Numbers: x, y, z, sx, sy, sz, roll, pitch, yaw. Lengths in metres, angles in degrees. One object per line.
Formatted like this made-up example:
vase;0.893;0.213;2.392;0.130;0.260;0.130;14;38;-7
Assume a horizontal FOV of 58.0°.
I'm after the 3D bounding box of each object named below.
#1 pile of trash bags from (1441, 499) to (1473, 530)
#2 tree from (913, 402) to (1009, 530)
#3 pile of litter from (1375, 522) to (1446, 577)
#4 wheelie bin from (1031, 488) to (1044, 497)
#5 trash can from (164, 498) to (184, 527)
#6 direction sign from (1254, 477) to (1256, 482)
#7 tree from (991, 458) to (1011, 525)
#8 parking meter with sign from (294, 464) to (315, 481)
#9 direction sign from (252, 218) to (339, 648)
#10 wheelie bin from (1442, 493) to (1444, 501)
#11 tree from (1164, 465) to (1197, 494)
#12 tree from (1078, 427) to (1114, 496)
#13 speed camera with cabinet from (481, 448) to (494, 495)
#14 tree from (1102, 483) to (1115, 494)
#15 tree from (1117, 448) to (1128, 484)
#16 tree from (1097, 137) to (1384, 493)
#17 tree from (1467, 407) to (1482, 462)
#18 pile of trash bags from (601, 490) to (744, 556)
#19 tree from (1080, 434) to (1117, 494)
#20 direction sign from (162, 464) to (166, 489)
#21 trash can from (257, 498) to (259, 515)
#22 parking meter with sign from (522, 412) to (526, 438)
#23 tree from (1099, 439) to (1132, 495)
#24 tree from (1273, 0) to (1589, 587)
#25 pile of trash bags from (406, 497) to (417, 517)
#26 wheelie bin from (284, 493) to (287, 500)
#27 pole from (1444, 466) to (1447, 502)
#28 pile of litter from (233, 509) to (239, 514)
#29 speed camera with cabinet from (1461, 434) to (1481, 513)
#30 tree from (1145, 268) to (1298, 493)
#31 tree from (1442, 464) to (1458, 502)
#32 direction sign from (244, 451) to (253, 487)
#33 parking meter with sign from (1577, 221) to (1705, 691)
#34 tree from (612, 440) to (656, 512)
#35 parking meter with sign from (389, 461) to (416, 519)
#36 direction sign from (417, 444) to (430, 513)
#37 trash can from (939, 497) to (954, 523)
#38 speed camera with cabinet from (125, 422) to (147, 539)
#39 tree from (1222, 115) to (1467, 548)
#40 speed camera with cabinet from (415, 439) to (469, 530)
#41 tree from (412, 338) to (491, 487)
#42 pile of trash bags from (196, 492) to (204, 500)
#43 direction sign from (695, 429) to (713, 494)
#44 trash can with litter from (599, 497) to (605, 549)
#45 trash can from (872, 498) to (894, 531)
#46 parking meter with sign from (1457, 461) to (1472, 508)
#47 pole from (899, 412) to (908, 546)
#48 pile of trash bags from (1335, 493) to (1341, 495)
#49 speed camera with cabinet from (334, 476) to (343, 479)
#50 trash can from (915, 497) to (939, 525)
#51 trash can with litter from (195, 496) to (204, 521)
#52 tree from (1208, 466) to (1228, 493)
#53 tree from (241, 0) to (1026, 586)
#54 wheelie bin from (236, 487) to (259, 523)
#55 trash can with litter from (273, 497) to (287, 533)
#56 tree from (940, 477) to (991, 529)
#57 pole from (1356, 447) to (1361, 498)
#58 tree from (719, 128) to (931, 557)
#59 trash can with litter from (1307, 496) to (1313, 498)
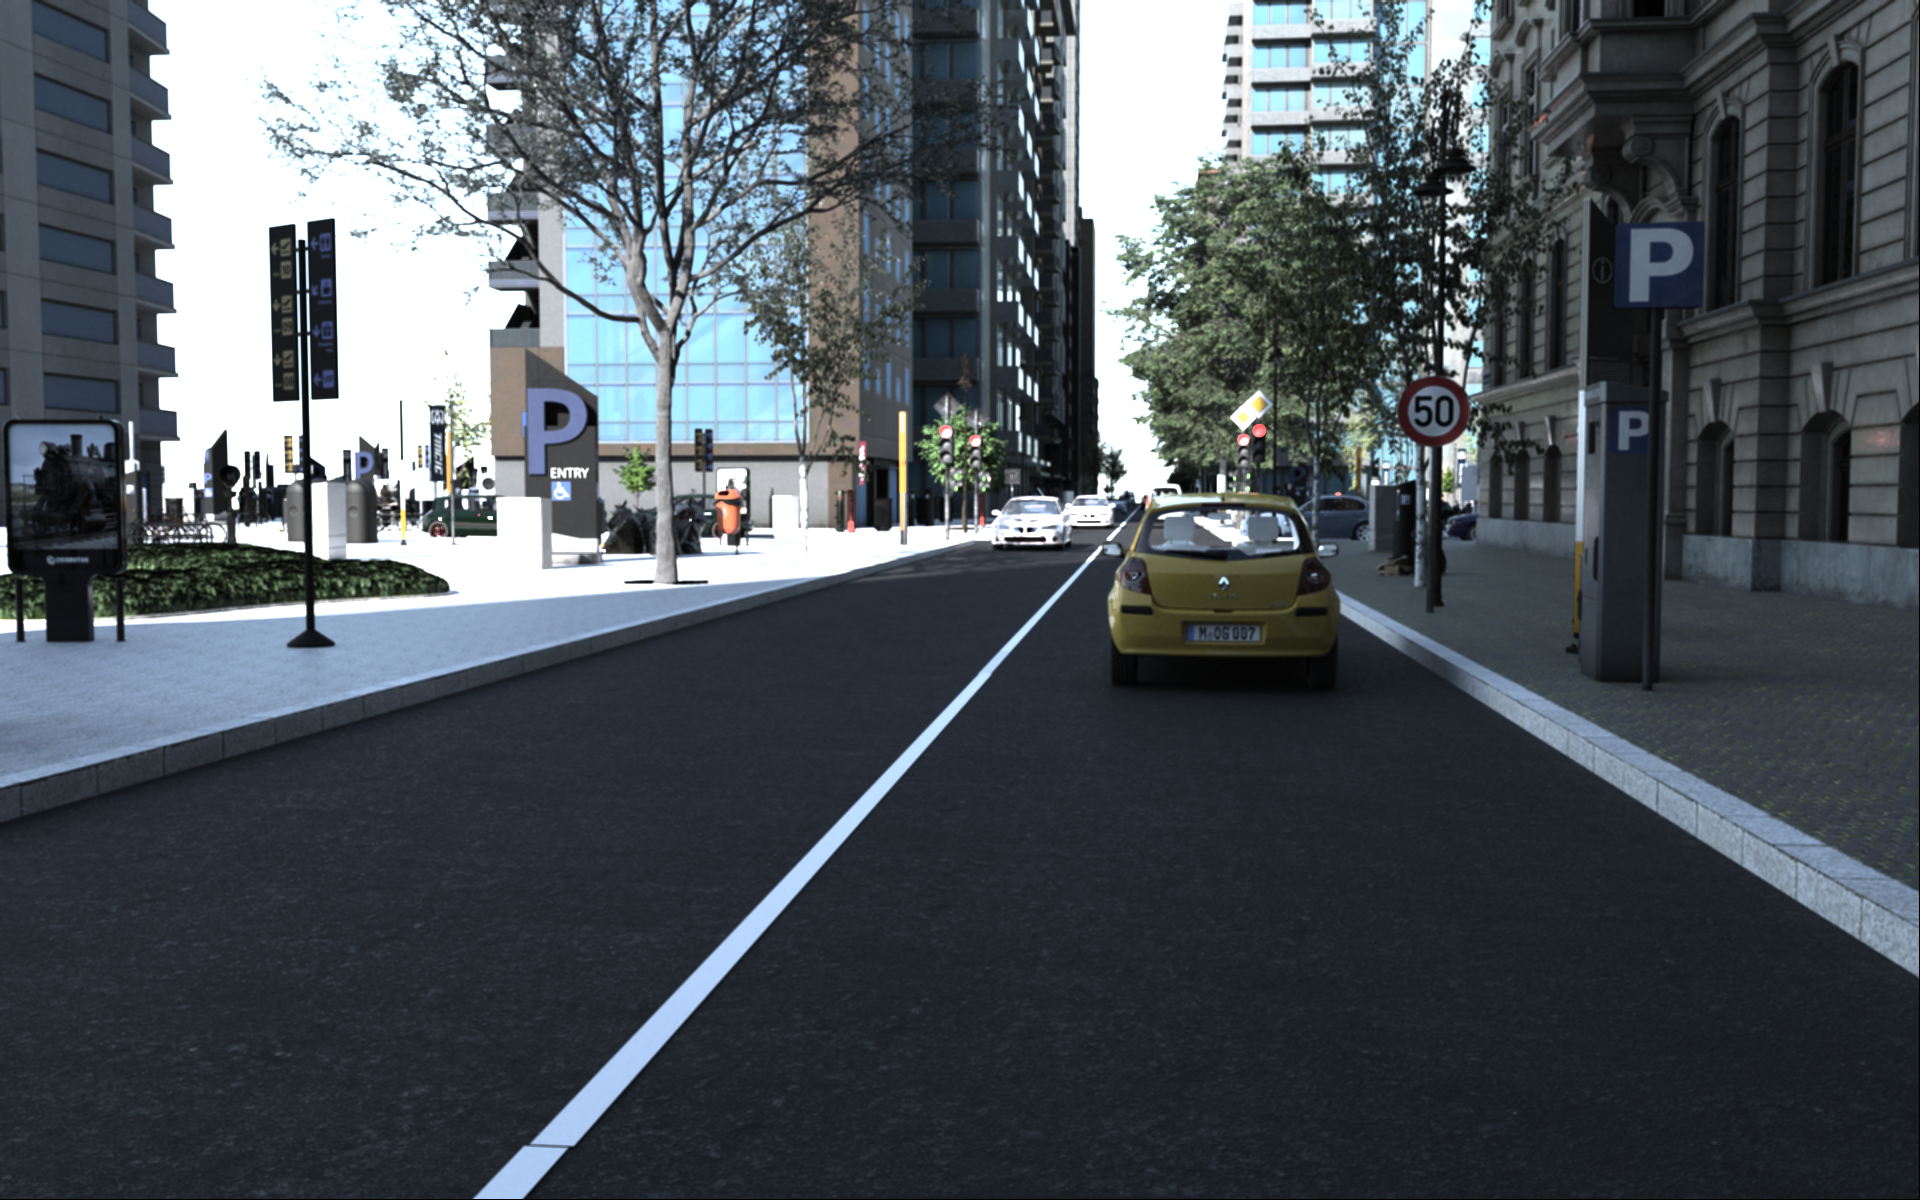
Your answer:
pile of trash bags;17.350;-3.181;61.758;1.912;1.369;3.447;-2;4;-34
tree;0.063;-4.778;61.833;4.285;4.588;4.351;0;3;0
pile of litter;7.165;-0.839;27.680;1.719;0.858;1.176;-3;5;-45
wheelie bin;4.004;-4.982;89.370;0.693;1.594;0.980;0;4;8
trash can;-29.793;-3.304;65.678;0.748;1.137;0.748;0;3;0
direction sign;19.858;-7.740;118.552;0.876;3.537;0.379;3;5;41
tree;1.005;-4.791;72.934;1.663;3.219;1.824;0;3;0
parking meter with sign;-38.314;-6.407;101.015;1.738;3.016;0.543;3;4;36
direction sign;-5.484;-1.378;14.526;0.876;3.537;0.379;2;4;34
wheelie bin;28.467;-5.850;103.555;0.980;1.594;0.693;-2;4;-32
tree;25.060;-12.910;194.793;4.285;4.588;4.351;0;3;0
tree;14.781;-14.598;189.039;4.360;8.622;3.978;0;3;0
speed camera with cabinet;-20.986;-4.920;74.782;2.038;3.252;0.660;0;4;-1
tree;21.640;-15.936;255.147;1.663;3.219;1.824;0;3;0
tree;23.932;-19.530;269.673;4.737;8.622;4.395;0;3;0
tree;10.078;-9.483;61.699;9.857;13.997;8.962;0;3;0
tree;37.246;-10.486;121.805;4.737;8.622;4.395;0;3;0
pile of trash bags;-5.993;-1.653;36.787;3.447;1.369;1.912;2;4;32
tree;15.856;-15.665;206.479;4.737;8.622;4.395;0;3;0
direction sign;-60.628;-8.548;131.760;0.876;3.537;0.379;3;4;38
trash can;-42.080;-5.638;103.829;0.748;1.137;0.748;0;3;0
parking meter with sign;-8.847;-2.437;36.098;0.543;3.016;1.738;-1;4;-13
tree;24.848;-21.606;287.662;8.767;10.594;7.601;3;5;42
tree;6.340;-4.477;23.556;4.360;8.622;3.978;0;3;0
pile of trash bags;-31.526;-5.224;95.166;3.447;1.369;1.912;1;4;16
wheelie bin;-28.096;-3.992;73.175;0.980;1.594;0.693;1;4;22
pole;34.765;-7.963;124.032;0.158;3.312;0.155;0;3;0
pile of litter;-47.244;-6.079;113.358;1.176;0.858;1.719;0;4;1
speed camera with cabinet;17.005;-3.807;56.587;0.660;3.252;2.038;3;4;37
tree;12.752;-10.279;86.192;7.486;12.596;7.792;0;3;0
tree;31.037;-7.047;109.811;1.663;3.219;1.824;0;3;0
direction sign;-36.955;-6.026;90.520;0.379;3.537;0.876;3;5;43
parking meter with sign;4.635;-0.965;12.033;0.543;3.016;1.738;1;4;10
tree;-11.401;-4.086;61.413;1.663;3.219;1.824;0;3;0
parking meter with sign;-29.443;-5.785;90.849;1.738;3.016;0.543;0;4;-2
direction sign;-24.552;-5.342;79.331;0.876;3.537;0.379;3;4;38
trash can;-0.634;-4.072;78.228;0.748;1.137;0.748;0;3;0
speed camera with cabinet;-23.064;-3.288;48.093;0.660;3.252;2.038;-1;4;-18
tree;7.407;-5.154;34.636;4.737;8.622;4.395;0;3;0
speed camera with cabinet;-18.662;-4.188;62.818;2.038;3.252;0.660;0;3;0
tree;-23.757;-8.082;82.510;4.737;8.622;4.395;0;3;0
pile of trash bags;-42.820;-5.288;96.213;3.447;1.369;1.912;2;4;30
direction sign;-8.905;-4.176;60.281;0.379;3.537;0.876;2;4;34
trash can with litter;-8.384;-1.828;40.938;1.678;1.210;2.233;0;4;-7
trash can;-2.667;-2.956;59.989;0.748;1.137;0.748;0;3;0
parking meter with sign;26.975;-5.885;92.486;0.543;3.016;1.738;2;4;27
pole;-1.401;-3.009;43.044;0.158;3.312;0.155;0;3;0
pile of trash bags;26.478;-6.701;119.315;1.912;1.369;3.447;0;4;-7
speed camera with cabinet;-30.627;-5.671;87.063;0.660;3.252;2.038;1;4;13
trash can;-1.526;-3.749;72.951;0.748;1.137;0.748;0;3;0
trash can with litter;-34.691;-4.169;79.221;2.233;1.210;1.678;1;4;9
tree;19.140;-11.104;131.917;4.360;8.622;3.978;0;3;0
tree;-4.243;-6.981;24.517;12.009;13.543;11.850;0;3;0
wheelie bin;-31.827;-4.257;77.503;0.693;1.594;0.980;3;4;38
trash can with litter;-22.210;-2.905;58.553;2.233;1.210;1.678;-1;4;-15
tree;0.087;-4.284;64.638;1.663;3.219;1.824;0;3;0
pole;17.128;-4.932;74.475;0.158;3.312;0.155;0;3;0
tree;-2.990;-5.178;35.023;4.360;8.622;3.978;0;3;0
trash can with litter;17.890;-4.687;88.024;0.624;1.170;1.055;2;4;25
